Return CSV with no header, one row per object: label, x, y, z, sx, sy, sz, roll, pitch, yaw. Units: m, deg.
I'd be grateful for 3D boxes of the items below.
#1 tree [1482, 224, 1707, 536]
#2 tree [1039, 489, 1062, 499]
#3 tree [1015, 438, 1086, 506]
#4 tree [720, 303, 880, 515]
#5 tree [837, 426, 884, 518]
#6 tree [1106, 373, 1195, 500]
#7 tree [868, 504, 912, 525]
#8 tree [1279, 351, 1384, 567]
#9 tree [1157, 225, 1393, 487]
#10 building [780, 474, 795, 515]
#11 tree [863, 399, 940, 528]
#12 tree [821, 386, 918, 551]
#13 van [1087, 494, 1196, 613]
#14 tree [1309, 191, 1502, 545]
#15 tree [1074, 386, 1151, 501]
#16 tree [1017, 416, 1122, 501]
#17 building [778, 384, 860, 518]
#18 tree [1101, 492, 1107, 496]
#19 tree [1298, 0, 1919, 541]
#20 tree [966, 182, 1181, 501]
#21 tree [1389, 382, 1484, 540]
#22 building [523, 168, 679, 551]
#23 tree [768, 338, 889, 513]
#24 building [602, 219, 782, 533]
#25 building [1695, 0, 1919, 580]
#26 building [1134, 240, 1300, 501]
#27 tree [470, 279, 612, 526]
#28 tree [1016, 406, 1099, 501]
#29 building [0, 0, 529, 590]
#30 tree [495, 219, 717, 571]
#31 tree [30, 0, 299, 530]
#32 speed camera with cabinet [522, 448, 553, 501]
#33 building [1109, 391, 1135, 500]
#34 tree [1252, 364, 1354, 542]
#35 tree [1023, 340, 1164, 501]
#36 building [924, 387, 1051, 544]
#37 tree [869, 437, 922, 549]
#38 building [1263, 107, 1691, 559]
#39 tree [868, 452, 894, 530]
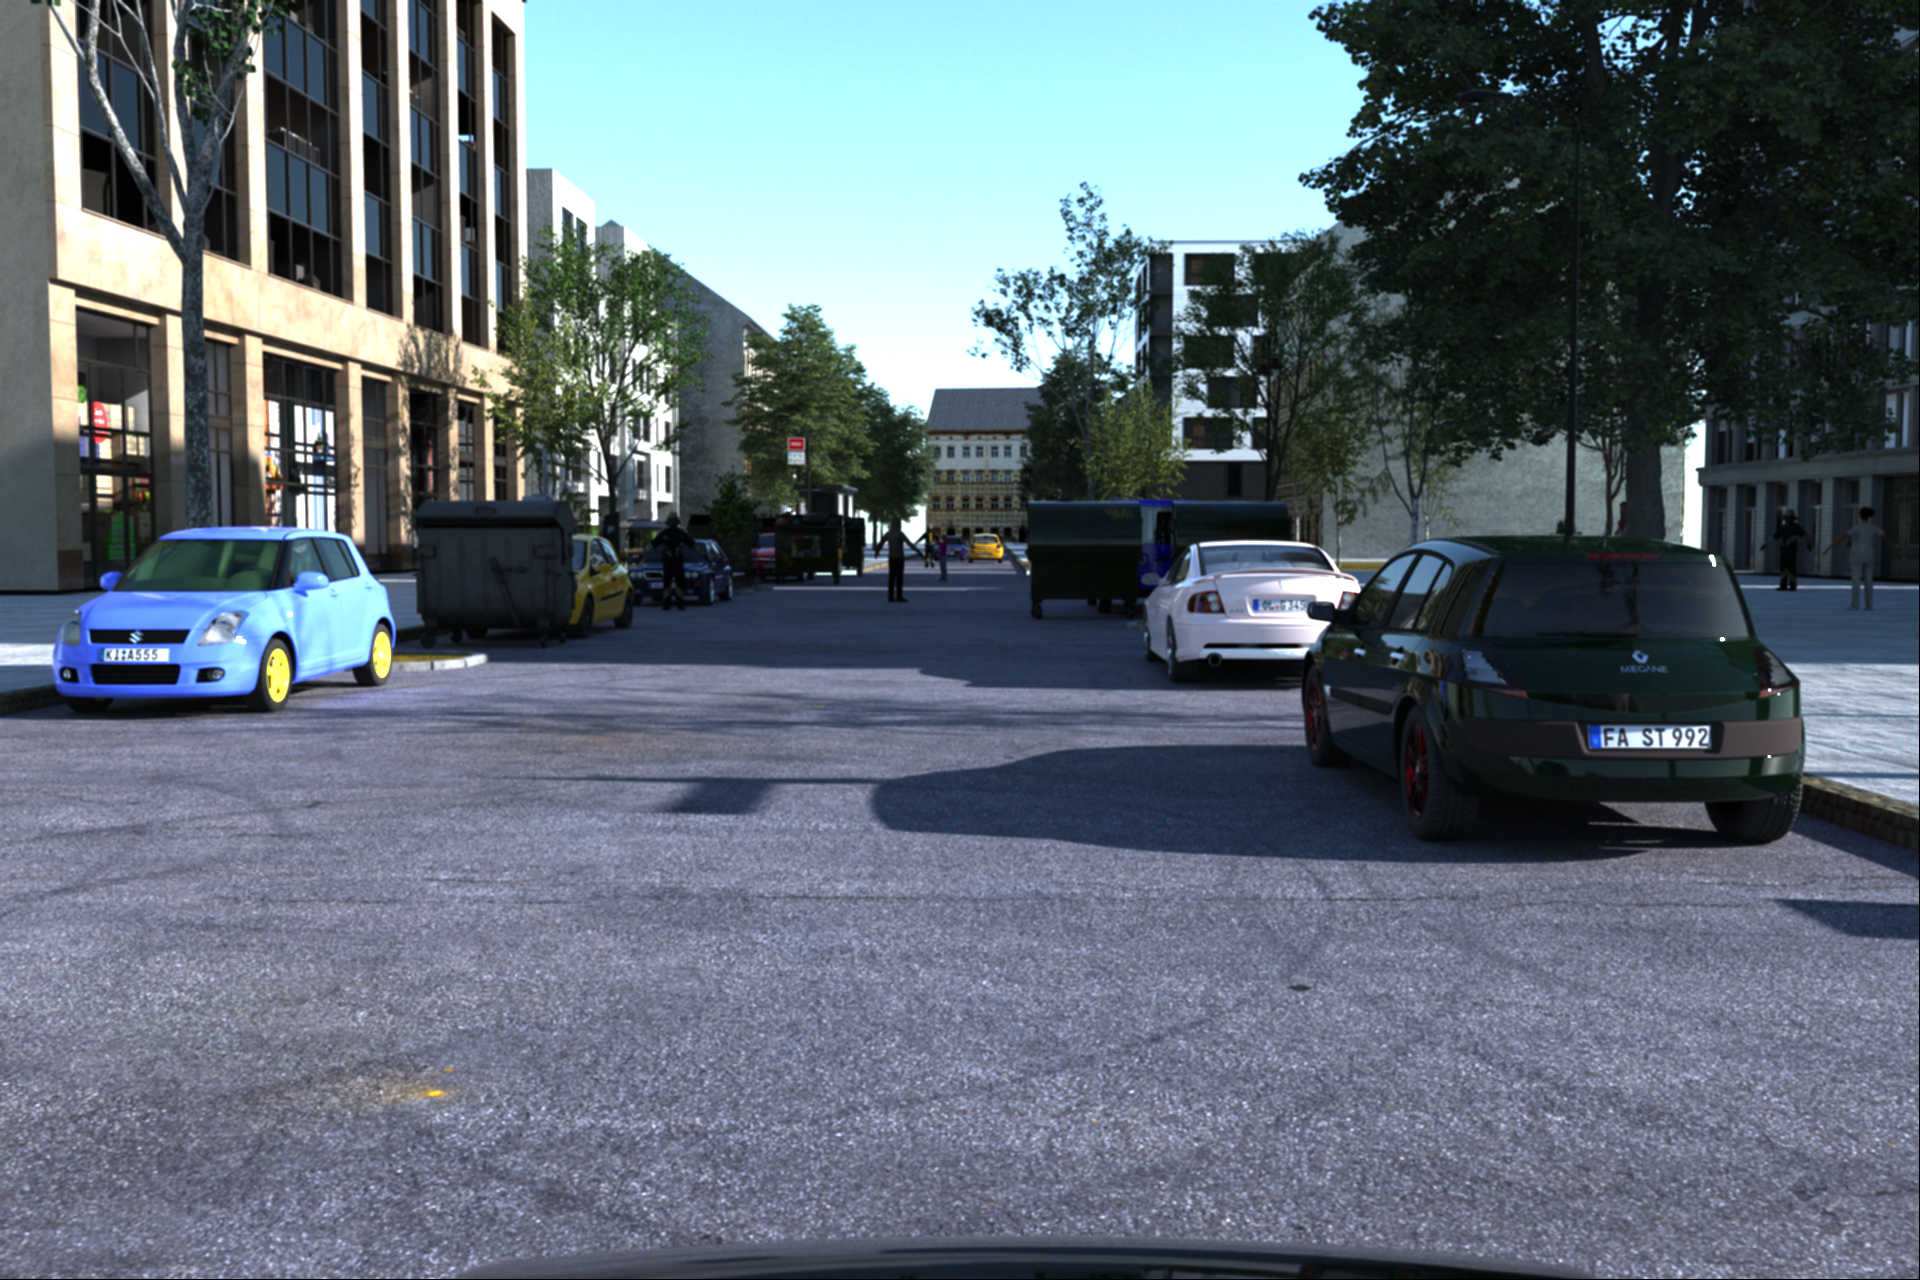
tree,24.658,-9.470,65.201,12.009,13.543,11.850,0,3,0
tree,8.502,-13.048,163.695,4.360,8.622,3.978,0,3,0
tree,8.299,-13.491,154.987,7.601,10.594,8.767,-2,4,-27
tree,-7.846,-10.209,85.052,7.486,12.596,7.792,0,3,0
tree,-7.138,-10.041,114.540,4.737,8.622,4.395,0,3,0
tree,8.838,-7.846,78.649,4.737,8.622,4.395,0,3,0
tree,-10.220,-19.645,255.607,7.601,10.594,8.767,0,4,-1
tree,14.479,-7.127,66.889,4.737,8.622,4.395,0,3,0
tree,10.552,-8.092,58.054,9.928,11.665,9.643,0,3,0
building,-21.624,-15.063,188.429,9.099,9.664,28.070,0,4,0
tree,-6.497,-15.807,165.102,9.857,13.997,8.962,0,3,0
tree,-6.969,-13.142,132.991,7.486,12.596,7.792,0,3,0
van,3.456,-1.756,33.088,2.240,2.365,5.245,0,4,1
tree,9.432,-5.217,35.662,4.360,8.622,3.978,0,3,0
tree,7.746,-8.264,85.485,4.737,8.622,4.395,0,3,0
tree,8.316,-11.704,125.778,8.767,10.594,7.601,0,4,0
building,-22.081,-21.592,219.493,16.747,18.905,31.486,0,4,1
tree,20.472,-19.762,257.515,7.601,10.594,8.767,0,4,8
tree,9.279,-7.139,23.384,9.857,13.997,8.962,0,3,0
tree,6.364,-14.695,96.159,12.611,20.169,13.585,0,3,0
tree,20.915,-7.798,77.867,4.360,8.622,3.978,0,3,0
building,-27.595,-14.284,99.998,16.747,18.905,31.486,0,4,2
tree,-7.721,-11.111,99.789,7.486,12.596,7.792,0,3,0
building,-24.105,-18.322,130.485,19.493,23.208,18.063,0,4,1
building,28.580,-12.393,49.301,8.464,21.280,15.925,0,4,1
building,27.557,-17.918,136.932,27.936,21.610,32.646,0,4,1
tree,-11.897,-6.080,49.765,4.737,8.622,4.395,0,3,0
tree,8.261,-12.839,135.674,9.928,11.665,9.643,0,3,0
building,-29.239,-17.536,52.929,22.709,31.103,35.509,0,4,2
tree,-11.811,-8.100,58.183,9.928,11.665,9.643,0,3,0
tree,-13.061,-10.387,25.710,12.611,20.169,13.585,0,3,0
speed camera with cabinet,-9.726,-2.833,40.649,0.660,3.252,2.038,0,4,2
building,27.500,-22.851,204.536,19.493,23.208,18.063,0,4,1
tree,14.468,-7.645,75.364,4.360,8.622,3.978,0,3,0
tree,8.580,-12.624,113.062,9.857,13.997,8.962,0,3,0
building,5.247,-25.979,258.148,18.063,23.208,19.493,1,4,9
tree,-7.005,-13.258,151.186,8.767,10.594,7.601,1,4,16
building,28.134,-16.310,97.596,19.493,23.208,18.063,0,4,2
tree,-6.971,-11.790,143.120,4.737,8.622,4.395,0,3,0
